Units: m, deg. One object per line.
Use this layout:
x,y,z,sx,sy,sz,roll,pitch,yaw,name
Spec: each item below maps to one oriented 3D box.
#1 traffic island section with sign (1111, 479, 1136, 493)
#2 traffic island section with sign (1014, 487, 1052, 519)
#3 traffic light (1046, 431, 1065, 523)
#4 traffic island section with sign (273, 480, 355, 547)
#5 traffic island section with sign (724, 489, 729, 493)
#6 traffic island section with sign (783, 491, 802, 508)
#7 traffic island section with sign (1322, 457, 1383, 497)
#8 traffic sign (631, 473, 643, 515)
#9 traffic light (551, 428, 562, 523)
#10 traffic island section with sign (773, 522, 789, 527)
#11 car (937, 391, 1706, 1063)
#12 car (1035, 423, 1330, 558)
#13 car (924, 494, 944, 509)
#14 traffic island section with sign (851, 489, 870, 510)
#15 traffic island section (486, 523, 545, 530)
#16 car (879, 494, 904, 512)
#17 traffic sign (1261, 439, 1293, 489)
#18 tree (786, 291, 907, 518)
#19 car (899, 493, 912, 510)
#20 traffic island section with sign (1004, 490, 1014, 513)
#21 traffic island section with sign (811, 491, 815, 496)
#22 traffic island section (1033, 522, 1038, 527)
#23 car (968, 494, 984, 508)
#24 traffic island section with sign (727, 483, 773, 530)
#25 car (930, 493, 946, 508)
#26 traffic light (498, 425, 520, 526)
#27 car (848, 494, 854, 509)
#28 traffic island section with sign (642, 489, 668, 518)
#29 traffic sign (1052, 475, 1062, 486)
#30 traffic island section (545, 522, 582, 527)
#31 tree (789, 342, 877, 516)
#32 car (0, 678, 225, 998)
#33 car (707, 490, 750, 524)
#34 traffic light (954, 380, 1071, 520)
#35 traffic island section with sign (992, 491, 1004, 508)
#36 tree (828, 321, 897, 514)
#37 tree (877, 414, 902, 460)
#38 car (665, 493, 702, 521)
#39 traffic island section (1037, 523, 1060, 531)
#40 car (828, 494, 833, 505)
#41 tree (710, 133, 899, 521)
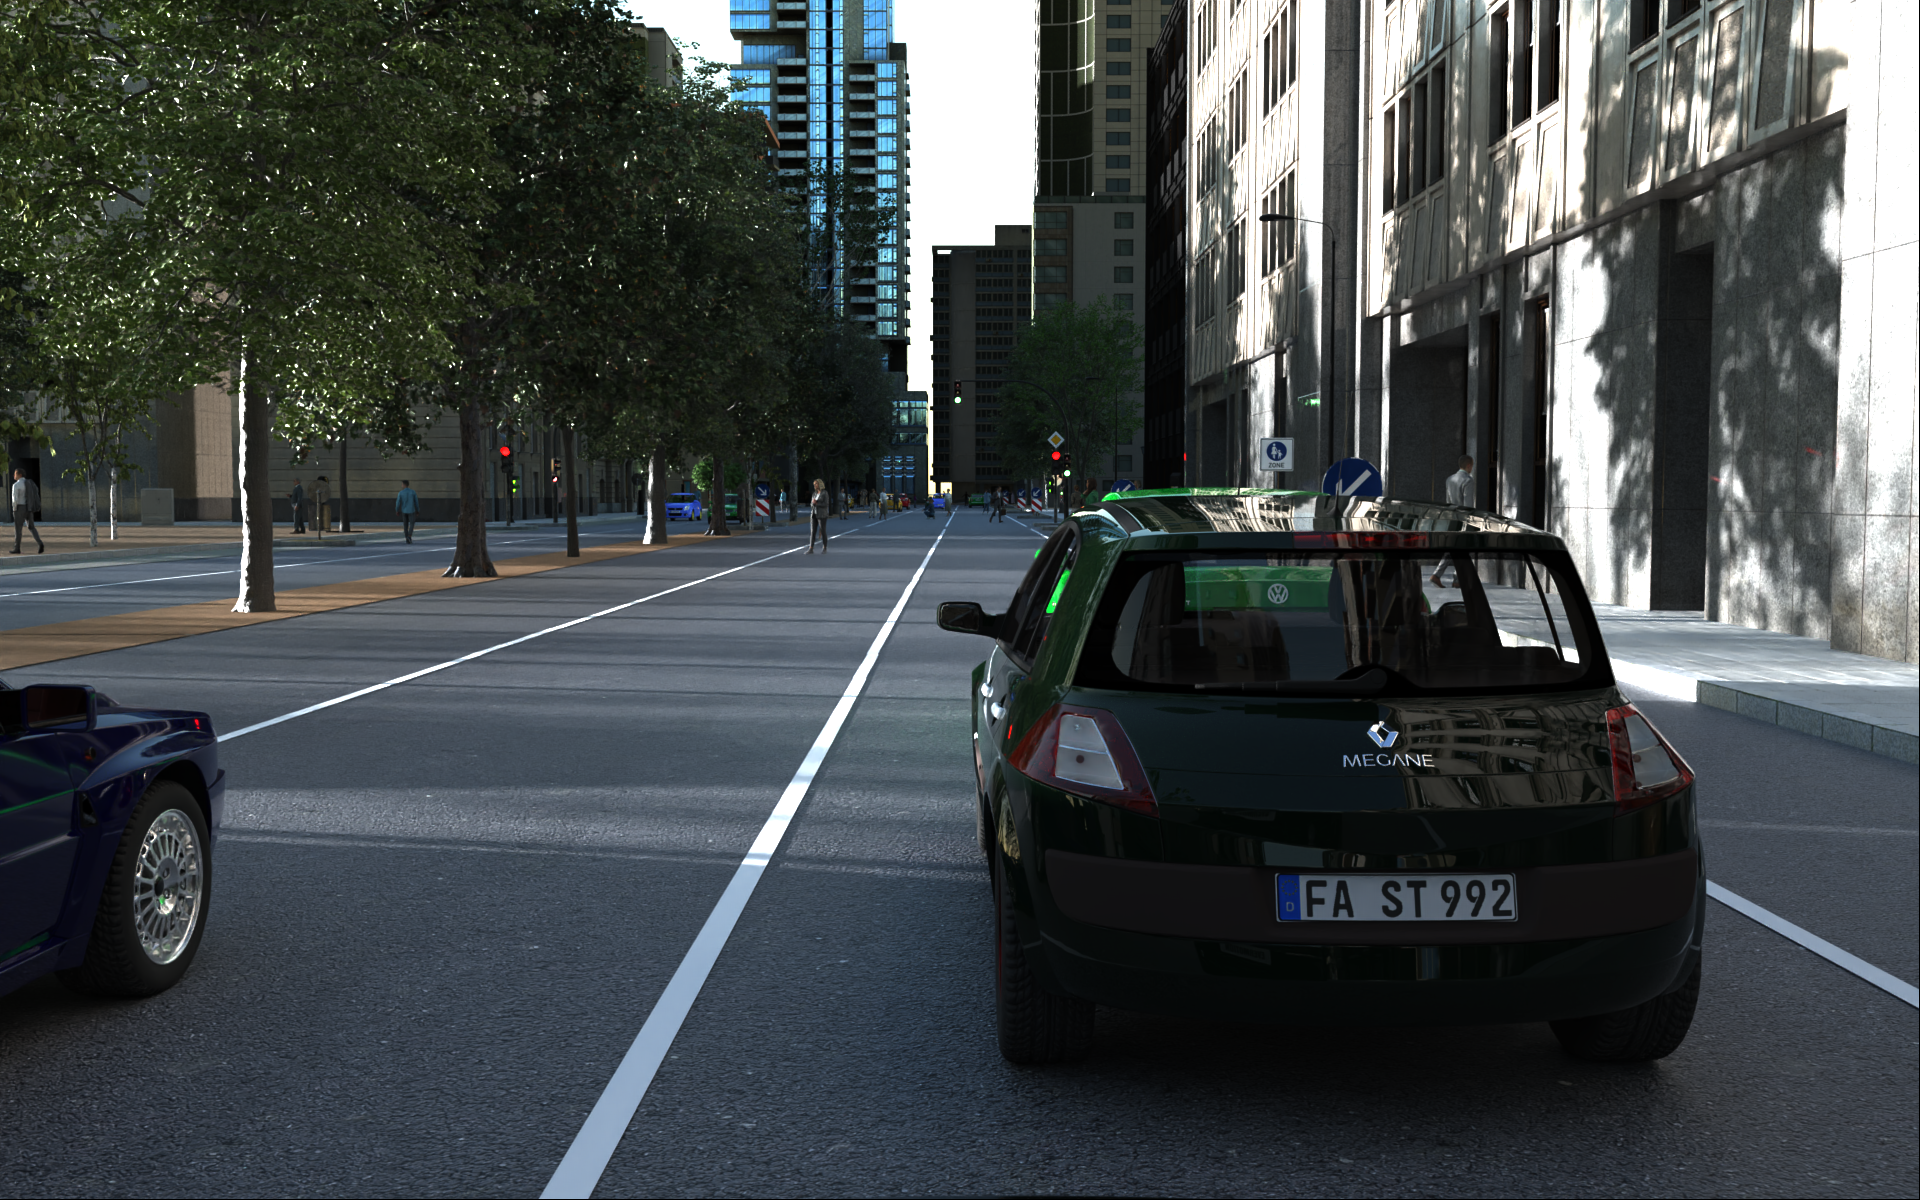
4.204,-2.311,46.416,1.989,1.847,2.006,0,4,0,traffic island section with sign
4.356,-5.698,101.791,1.989,1.847,2.006,0,4,0,traffic island section with sign
4.246,-5.392,77.078,0.839,4.253,0.868,0,4,0,traffic light
-17.802,-2.386,47.647,1.989,1.847,2.006,0,4,0,traffic island section with sign
-17.581,-7.393,129.509,1.989,1.847,2.006,0,4,0,traffic island section with sign
-17.445,-10.454,179.542,1.989,1.847,2.006,0,4,0,traffic island section with sign
4.130,-0.663,19.461,1.989,1.847,2.006,0,4,0,traffic island section with sign
-19.659,-6.449,105.540,0.768,2.556,0.104,1,4,9,traffic sign
-15.923,-6.268,77.155,4.771,5.953,1.251,0,4,0,traffic light
-8.690,-4.205,76.890,2.006,1.907,1.989,0,4,0,traffic island section with sign
0.924,0.246,5.766,2.009,1.686,4.222,0,4,0,car
1.461,-0.093,10.323,1.959,1.807,4.718,0,4,-1,car
-2.401,-9.329,164.327,2.131,1.459,4.920,0,4,-1,car
-8.485,-8.801,152.028,2.006,1.907,1.989,0,4,0,traffic island section with sign
-18.078,-2.874,69.275,2.009,0.180,2.903,0,4,0,traffic island section
-5.561,-7.922,139.750,2.015,1.641,3.980,0,4,1,car
5.751,-1.798,31.528,0.606,2.300,0.079,0,4,6,traffic sign
-8.258,-11.647,103.260,12.009,13.543,11.850,0,3,0,tree
-5.555,-9.248,160.250,2.155,1.783,4.494,0,4,1,car
4.440,-7.347,128.746,1.989,1.847,2.006,0,4,0,traffic island section with sign
-17.352,-12.114,206.685,1.989,1.847,2.006,0,4,0,traffic island section with sign
4.286,-3.358,77.192,2.009,0.180,2.903,0,4,0,traffic island section
1.815,-10.518,180.762,1.959,1.807,4.718,0,4,-1,car
-8.721,-3.752,69.483,2.006,1.907,1.989,0,4,0,traffic island section with sign
-1.674,-8.557,149.499,1.945,1.707,3.694,0,4,1,car
-18.038,-4.906,69.141,0.839,4.253,0.868,0,4,0,traffic light
-11.373,-9.793,170.341,2.015,1.641,3.980,0,4,0,car
-17.660,-5.745,102.554,1.989,1.847,2.006,0,4,0,traffic island section with sign
6.059,-6.667,109.118,0.768,2.556,0.104,0,4,4,traffic sign
-18.055,-3.363,77.260,2.009,0.180,2.903,0,4,0,traffic island section
-8.541,-8.723,79.487,8.767,10.594,7.601,0,4,0,tree
-3.112,0.538,3.788,1.945,1.354,3.894,0,4,-1,car
-11.024,-4.549,83.167,1.959,1.807,4.718,0,4,0,car
2.131,-5.767,68.958,4.771,5.953,1.251,0,4,0,traffic light
4.585,-10.439,179.308,1.989,1.847,2.006,0,4,0,traffic island section with sign
-8.815,-13.058,122.606,9.857,13.997,8.962,0,3,0,tree
-8.424,-10.787,113.237,8.767,10.594,7.601,0,4,0,tree
-14.954,-5.099,92.965,1.945,1.707,3.694,0,4,1,car
4.263,-2.870,69.207,2.009,0.180,2.903,0,4,0,traffic island section
-14.891,-11.693,203.177,2.014,1.417,4.499,0,4,-1,car
-9.897,-14.210,90.675,12.611,20.169,13.585,0,3,0,tree
